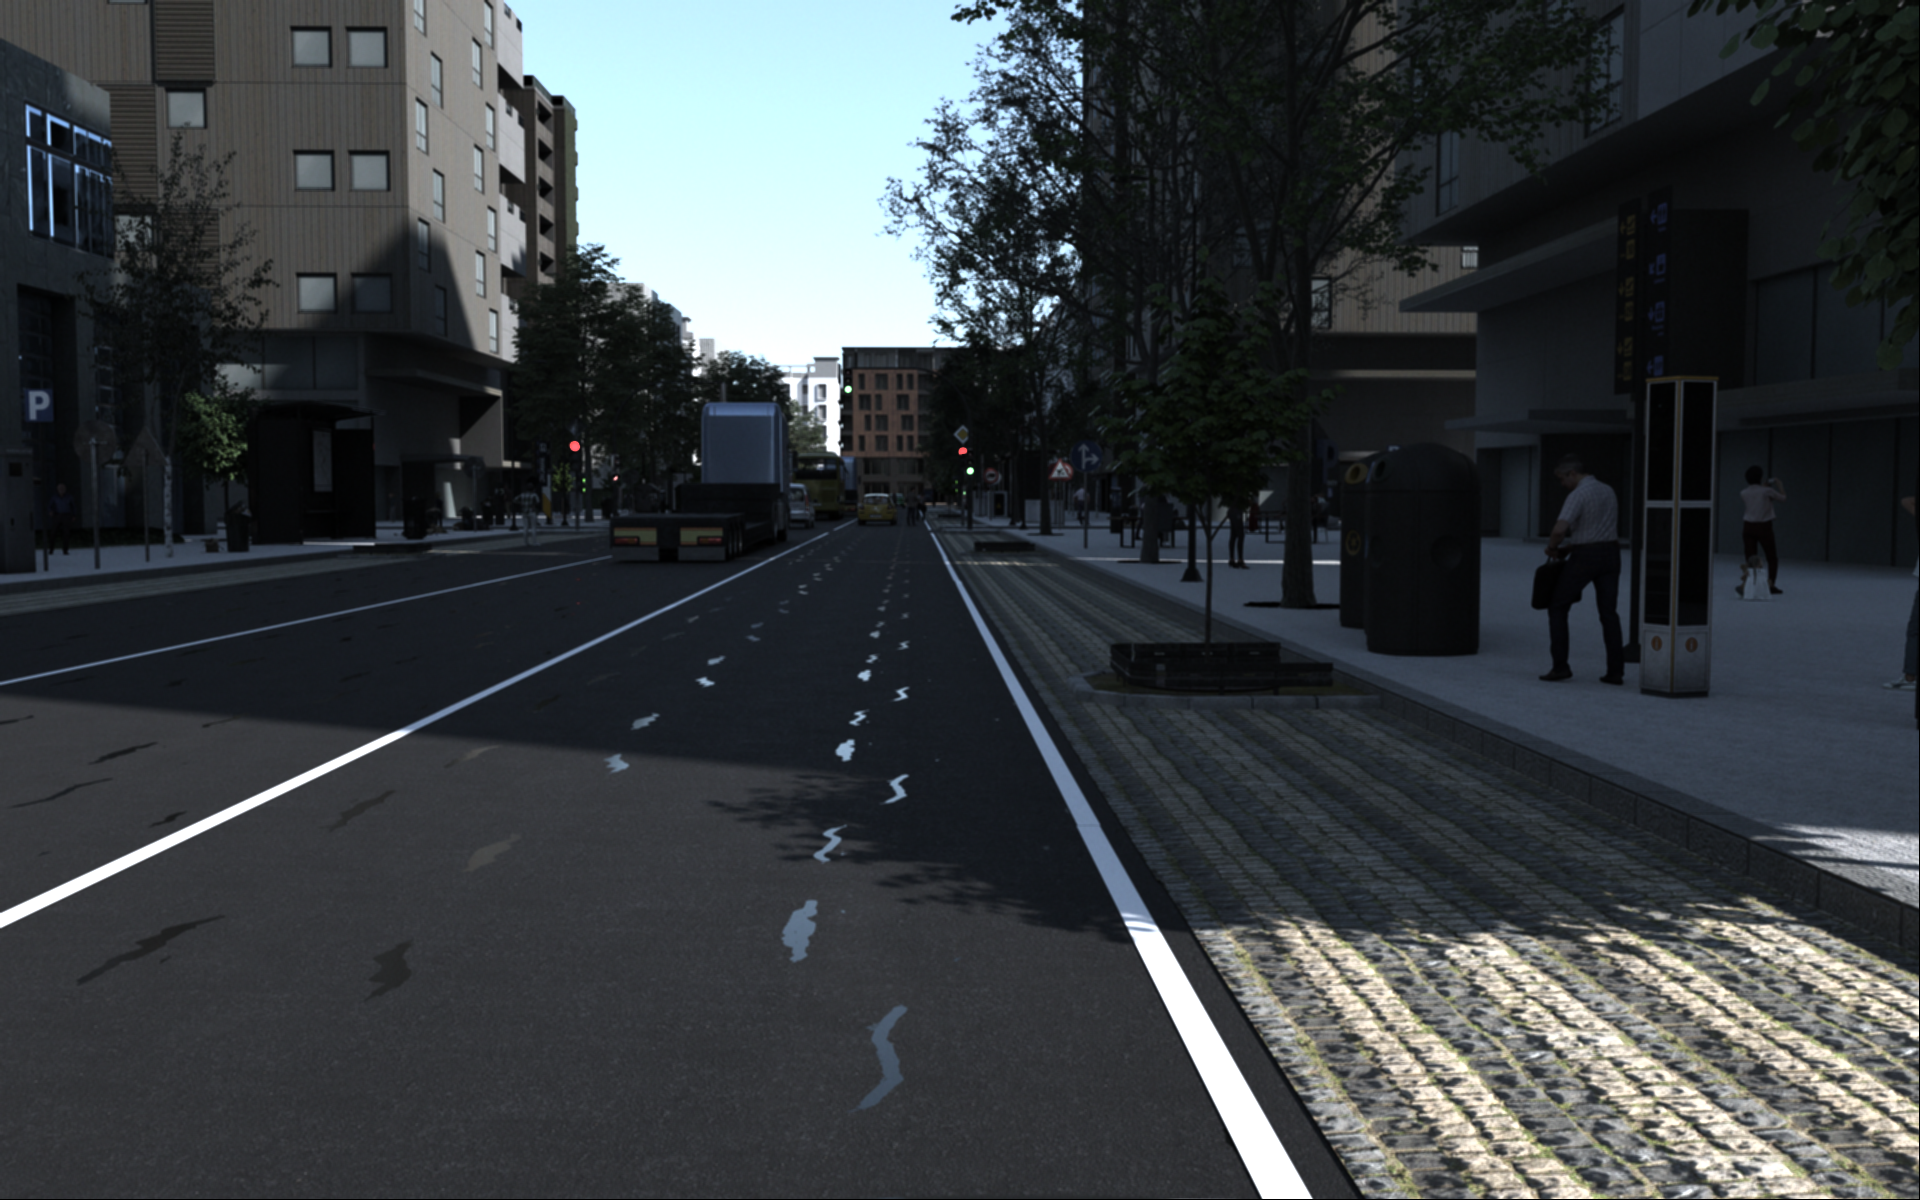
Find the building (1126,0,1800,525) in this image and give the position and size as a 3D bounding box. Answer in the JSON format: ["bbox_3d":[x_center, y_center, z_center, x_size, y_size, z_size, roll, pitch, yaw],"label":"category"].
[{"bbox_3d":[23.430,-30.715,91.432,27.495,52.752,28.713,0,4,-2],"label":"building"}]

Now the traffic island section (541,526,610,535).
[{"bbox_3d":[-13.689,-2.423,61.902,2.009,0.180,2.903,0,4,-2],"label":"traffic island section"}]

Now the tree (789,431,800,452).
[{"bbox_3d":[-20.543,-15.494,203.687,4.737,8.622,4.395,0,3,0],"label":"tree"}]

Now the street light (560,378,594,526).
[{"bbox_3d":[-15.377,-5.936,69.599,1.470,5.913,1.316,0,4,-2],"label":"street light"}]

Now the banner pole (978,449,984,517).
[{"bbox_3d":[1.203,-6.505,96.373,0.401,3.779,0.863,-1,4,-16],"label":"banner pole"}]

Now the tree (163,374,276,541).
[{"bbox_3d":[-20.238,-3.921,47.817,4.285,4.588,4.351,0,3,0],"label":"tree"}]

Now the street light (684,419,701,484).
[{"bbox_3d":[-16.402,-8.201,106.621,1.470,5.913,1.316,0,4,-2],"label":"street light"}]

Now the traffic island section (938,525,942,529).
[{"bbox_3d":[0.140,-2.936,70.277,2.009,0.180,2.903,0,4,-2],"label":"traffic island section"}]

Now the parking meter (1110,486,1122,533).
[{"bbox_3d":[5.093,-2.945,56.555,0.372,1.533,0.369,0,3,0],"label":"parking meter"}]

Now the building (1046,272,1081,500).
[{"bbox_3d":[16.241,-18.146,153.107,16.016,20.091,11.380,0,4,-2],"label":"building"}]

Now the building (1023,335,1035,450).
[{"bbox_3d":[15.574,-20.309,198.504,16.747,18.905,31.486,0,4,-2],"label":"building"}]

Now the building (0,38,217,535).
[{"bbox_3d":[-38.861,-44.548,41.028,31.000,86.520,22.319,0,4,-2],"label":"building"}]

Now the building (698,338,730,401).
[{"bbox_3d":[-43.672,-20.640,203.916,31.486,18.905,16.747,0,4,-2],"label":"building"}]

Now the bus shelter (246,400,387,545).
[{"bbox_3d":[-17.177,-3.383,46.589,1.731,3.624,6.357,0,4,-2],"label":"bus shelter"}]

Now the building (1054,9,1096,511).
[{"bbox_3d":[18.431,-42.540,133.773,20.563,71.187,20.611,0,4,-2],"label":"building"}]

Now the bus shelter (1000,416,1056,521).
[{"bbox_3d":[3.423,-6.654,86.432,2.179,5.291,8.768,0,4,-2],"label":"bus shelter"}]

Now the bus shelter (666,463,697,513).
[{"bbox_3d":[-19.122,-7.714,120.048,2.014,3.302,5.546,0,4,-2],"label":"bus shelter"}]

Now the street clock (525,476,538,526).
[{"bbox_3d":[-17.182,-3.969,69.468,0.471,2.002,0.358,-3,4,-37],"label":"street clock"}]

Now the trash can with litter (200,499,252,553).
[{"bbox_3d":[-16.176,-1.638,38.164,1.055,1.170,0.624,-1,4,-23],"label":"trash can with litter"}]

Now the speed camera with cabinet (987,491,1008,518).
[{"bbox_3d":[2.498,-6.035,93.010,2.038,3.252,0.660,-1,4,-21],"label":"speed camera with cabinet"}]

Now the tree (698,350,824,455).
[{"bbox_3d":[-19.004,-15.170,154.679,9.857,13.997,8.962,0,3,0],"label":"tree"}]

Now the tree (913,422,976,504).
[{"bbox_3d":[-1.167,-18.419,218.158,9.611,12.733,9.660,0,3,0],"label":"tree"}]

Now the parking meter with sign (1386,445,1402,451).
[{"bbox_3d":[15.806,-4.057,62.588,0.543,3.016,1.738,1,4,23],"label":"parking meter with sign"}]

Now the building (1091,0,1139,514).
[{"bbox_3d":[16.547,-28.564,117.130,14.600,45.320,14.200,0,4,-2],"label":"building"}]

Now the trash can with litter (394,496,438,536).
[{"bbox_3d":[-17.018,-2.601,53.582,1.678,1.210,2.233,0,4,6],"label":"trash can with litter"}]

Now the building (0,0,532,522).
[{"bbox_3d":[-38.325,-30.566,88.993,28.713,52.752,27.495,0,4,-2],"label":"building"}]

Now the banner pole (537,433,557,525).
[{"bbox_3d":[-17.077,-4.978,71.413,0.863,3.779,0.401,-2,4,-31],"label":"banner pole"}]

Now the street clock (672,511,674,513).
[{"bbox_3d":[-19.298,-6.855,116.645,0.358,2.002,0.471,1,4,15],"label":"street clock"}]

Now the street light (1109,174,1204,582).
[{"bbox_3d":[2.862,-3.223,25.244,1.470,5.913,1.316,0,4,-2],"label":"street light"}]

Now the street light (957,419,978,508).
[{"bbox_3d":[0.543,-8.224,107.001,1.470,5.913,1.316,0,4,-2],"label":"street light"}]

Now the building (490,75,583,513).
[{"bbox_3d":[-34.668,-21.295,119.881,14.160,30.474,14.107,0,4,-2],"label":"building"}]

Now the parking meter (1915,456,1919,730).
[{"bbox_3d":[5.394,-0.222,9.337,0.255,1.863,0.399,-3,5,-41],"label":"parking meter"}]

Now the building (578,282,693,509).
[{"bbox_3d":[-35.161,-17.973,160.308,16.747,18.905,31.486,0,4,-2],"label":"building"}]

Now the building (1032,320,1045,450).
[{"bbox_3d":[15.498,-18.874,165.005,16.016,20.091,11.380,0,4,-2],"label":"building"}]

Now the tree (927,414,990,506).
[{"bbox_3d":[0.205,-16.048,180.506,7.486,12.596,7.792,0,3,0],"label":"tree"}]

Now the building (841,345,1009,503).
[{"bbox_3d":[-0.449,-24.900,251.095,32.646,21.610,27.936,0,4,-2],"label":"building"}]

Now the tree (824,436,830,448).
[{"bbox_3d":[-21.286,-19.240,221.221,9.857,13.997,8.962,0,3,0],"label":"tree"}]

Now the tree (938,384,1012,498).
[{"bbox_3d":[0.989,-9.899,112.210,4.360,8.622,3.978,0,3,0],"label":"tree"}]

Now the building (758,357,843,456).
[{"bbox_3d":[-22.463,-23.732,244.429,11.380,20.091,16.016,0,4,-2],"label":"building"}]

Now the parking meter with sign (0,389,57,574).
[{"bbox_3d":[-15.409,-1.940,27.988,0.543,3.016,1.738,1,4,12],"label":"parking meter with sign"}]

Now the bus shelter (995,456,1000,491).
[{"bbox_3d":[3.125,-7.377,98.243,2.179,5.291,8.768,0,4,-2],"label":"bus shelter"}]

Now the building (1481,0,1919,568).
[{"bbox_3d":[26.653,-27.443,37.932,28.713,52.752,27.495,0,4,-2],"label":"building"}]

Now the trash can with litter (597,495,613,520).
[{"bbox_3d":[-16.968,-4.602,86.296,2.233,1.210,1.678,-1,4,-15],"label":"trash can with litter"}]

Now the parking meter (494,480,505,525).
[{"bbox_3d":[-18.976,-4.017,71.383,0.399,1.863,0.255,3,5,42],"label":"parking meter"}]

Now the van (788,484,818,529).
[{"bbox_3d":[-7.026,-4.032,72.934,2.013,2.044,4.112,0,4,-2],"label":"van"}]

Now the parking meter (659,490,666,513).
[{"bbox_3d":[-19.287,-6.353,112.283,0.372,1.533,0.369,0,3,0],"label":"parking meter"}]

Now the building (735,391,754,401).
[{"bbox_3d":[-44.494,-23.086,243.909,31.486,18.905,16.747,0,4,-2],"label":"building"}]

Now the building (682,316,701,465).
[{"bbox_3d":[-35.305,-19.915,182.024,16.016,20.091,11.380,0,4,-2],"label":"building"}]

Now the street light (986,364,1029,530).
[{"bbox_3d":[1.749,-5.484,62.207,1.470,5.913,1.316,0,4,-2],"label":"street light"}]

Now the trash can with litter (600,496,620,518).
[{"bbox_3d":[-18.124,-4.803,89.917,1.055,1.170,0.624,0,4,4],"label":"trash can with litter"}]

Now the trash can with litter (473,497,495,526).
[{"bbox_3d":[-19.390,-3.599,70.233,1.055,1.170,0.624,1,4,16],"label":"trash can with litter"}]

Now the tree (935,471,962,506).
[{"bbox_3d":[-1.184,-12.918,194.929,4.285,4.588,4.351,0,3,0],"label":"tree"}]

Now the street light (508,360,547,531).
[{"bbox_3d":[-15.017,-5.364,60.248,1.470,5.913,1.316,0,4,-2],"label":"street light"}]

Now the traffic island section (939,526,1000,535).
[{"bbox_3d":[0.367,-2.447,62.295,2.009,0.180,2.903,0,4,-2],"label":"traffic island section"}]
